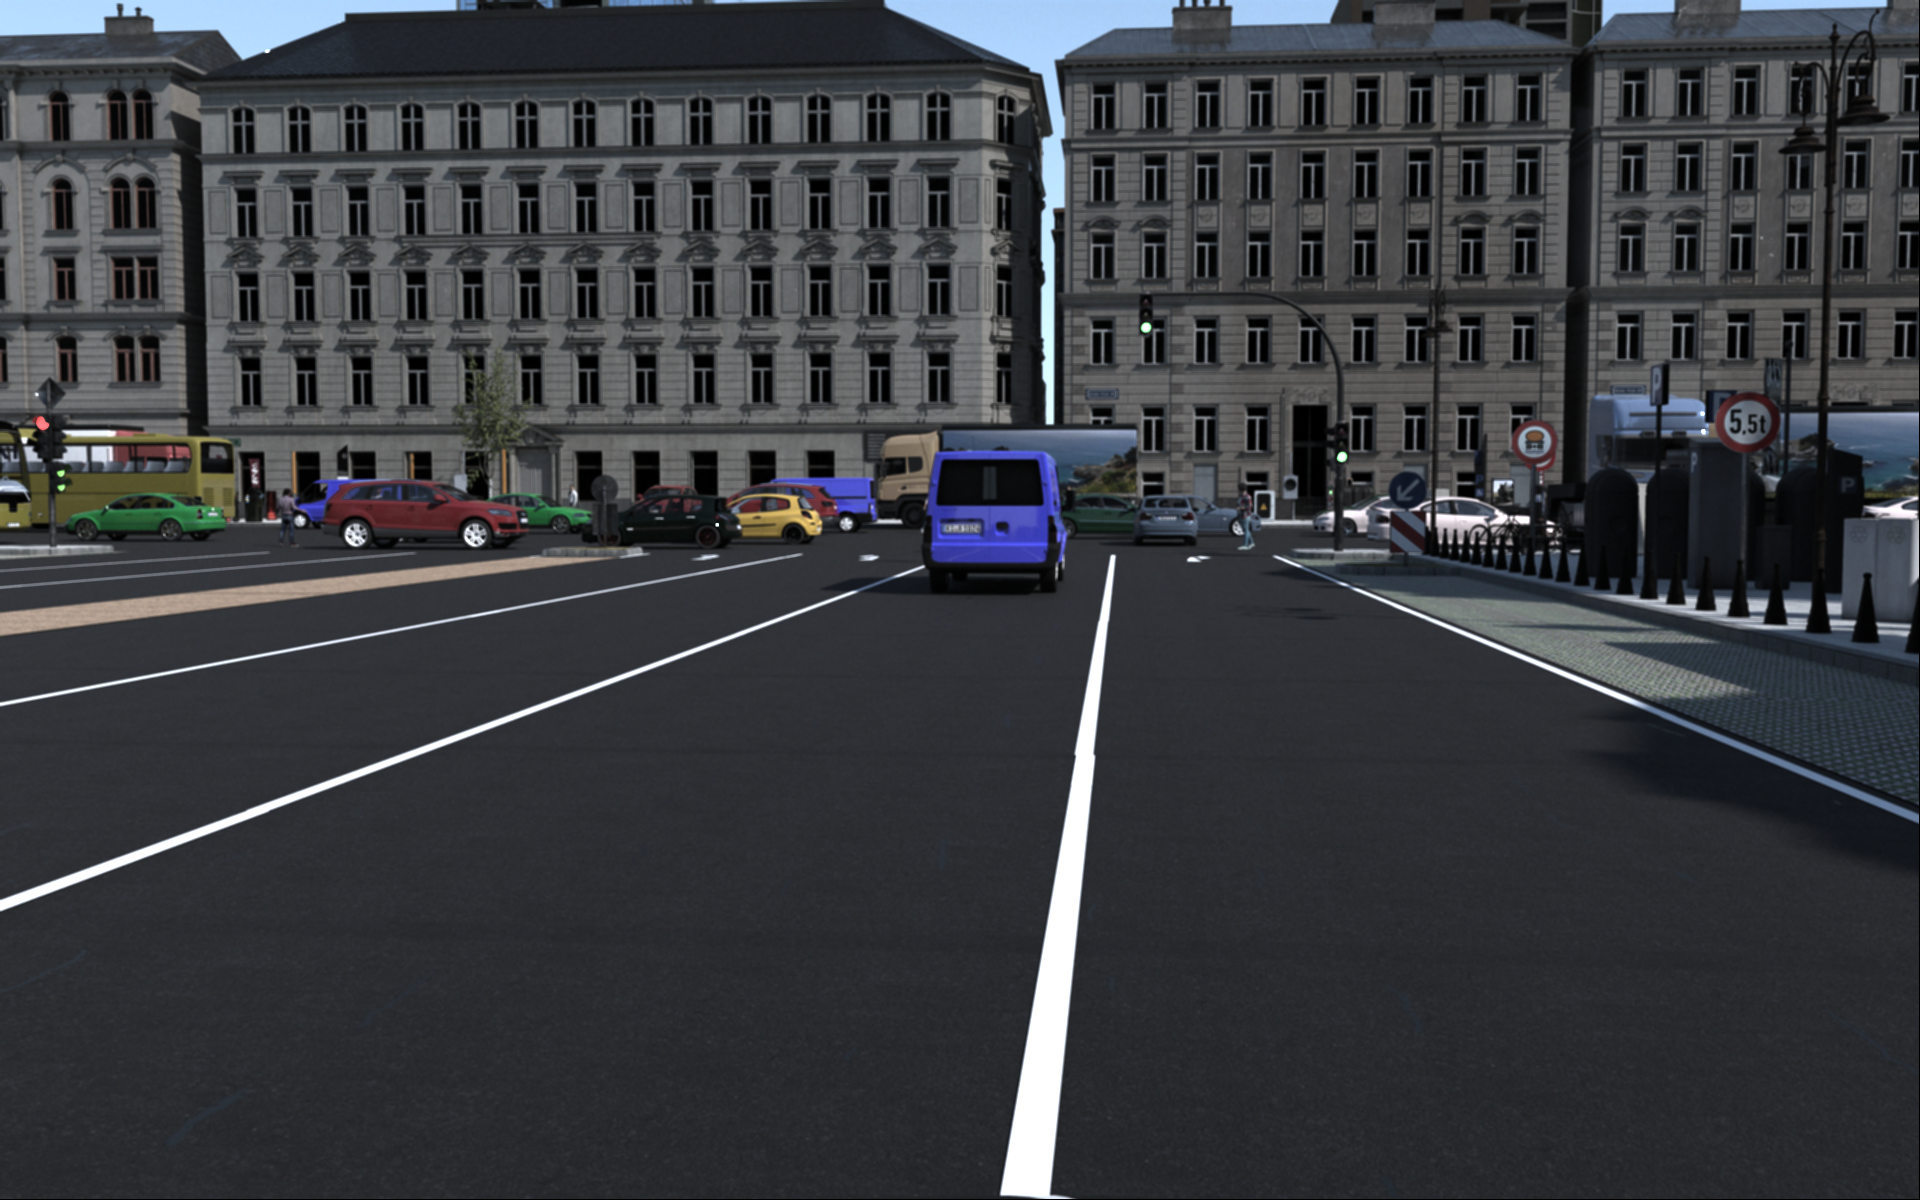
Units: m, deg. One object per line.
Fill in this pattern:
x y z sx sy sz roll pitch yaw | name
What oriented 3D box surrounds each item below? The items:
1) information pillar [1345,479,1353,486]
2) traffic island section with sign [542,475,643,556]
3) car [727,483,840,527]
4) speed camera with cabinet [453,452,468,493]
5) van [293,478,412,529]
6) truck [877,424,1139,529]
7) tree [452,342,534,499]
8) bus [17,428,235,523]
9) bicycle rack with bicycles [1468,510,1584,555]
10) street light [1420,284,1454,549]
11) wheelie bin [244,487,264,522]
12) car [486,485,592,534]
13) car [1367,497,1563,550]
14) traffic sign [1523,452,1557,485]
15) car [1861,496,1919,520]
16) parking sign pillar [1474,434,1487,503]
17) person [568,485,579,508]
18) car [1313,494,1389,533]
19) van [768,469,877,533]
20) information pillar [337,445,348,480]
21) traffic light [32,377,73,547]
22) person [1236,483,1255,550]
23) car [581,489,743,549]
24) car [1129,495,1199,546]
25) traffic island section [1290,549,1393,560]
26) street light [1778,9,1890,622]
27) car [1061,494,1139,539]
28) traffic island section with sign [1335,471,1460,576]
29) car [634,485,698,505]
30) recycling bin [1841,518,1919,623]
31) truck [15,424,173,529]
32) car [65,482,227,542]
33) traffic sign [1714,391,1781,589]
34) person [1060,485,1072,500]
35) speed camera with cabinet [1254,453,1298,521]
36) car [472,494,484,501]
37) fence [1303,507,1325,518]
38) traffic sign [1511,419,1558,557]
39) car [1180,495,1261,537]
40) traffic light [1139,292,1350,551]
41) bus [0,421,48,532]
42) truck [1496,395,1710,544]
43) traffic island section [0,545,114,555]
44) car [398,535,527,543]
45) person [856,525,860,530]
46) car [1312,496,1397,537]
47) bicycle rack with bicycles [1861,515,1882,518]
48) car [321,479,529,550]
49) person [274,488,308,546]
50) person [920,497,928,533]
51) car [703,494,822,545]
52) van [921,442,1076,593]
18.536 -4.780 82.639 0.304 2.012 0.304 0 4 -5 | information pillar
-8.545 -1.996 40.774 2.006 1.907 1.989 0 4 5 | traffic island section with sign
-6.904 -3.202 61.032 5.304 1.827 2.281 0 4 4 | car
-23.407 -5.309 81.141 0.660 3.252 2.038 -1 4 -15 | speed camera with cabinet
-25.109 -4.099 71.397 5.245 2.365 2.240 0 4 6 | van
1.638 -5.024 71.062 11.283 4.237 2.839 0 4 6 | truck
-22.995 -8.220 84.765 4.737 8.622 4.395 0 3 0 | tree
-33.782 -4.518 65.416 12.252 3.916 2.896 0 4 7 | bus
12.378 -1.462 37.280 2.925 0.926 2.852 0 4 -4 | bicycle rack with bicycles
10.499 -4.006 38.282 0.468 5.910 1.993 0 4 5 | street light
-32.027 -4.328 78.676 0.693 1.594 0.980 1 4 11 | wheelie bin
-15.569 -3.310 62.916 4.718 1.807 1.959 0 4 7 | car
12.816 -1.938 44.054 4.827 1.381 2.083 0 4 5 | car
13.182 -2.409 39.499 0.768 2.556 0.104 0 4 7 | traffic sign
28.991 -2.399 51.591 4.827 1.381 2.083 0 4 5 | car
23.144 -5.413 76.981 1.447 3.967 1.447 1 4 20 | parking sign pillar
-16.699 -4.043 74.712 0.850 1.850 0.679 -3 5 -39 | person
15.327 -3.131 62.996 4.920 1.459 2.131 0 4 6 | car
-5.745 -3.681 64.575 5.245 2.365 2.240 0 4 3 | van
-28.954 -5.502 81.317 0.504 3.616 0.183 -1 4 -21 | information pillar
-21.848 -3.225 41.643 0.839 4.253 0.868 0 4 5 | traffic light
7.387 -2.168 44.791 0.643 1.720 0.563 -1 4 -13 | person
-7.862 -2.200 45.760 4.222 1.686 2.009 0 4 4 | car
5.826 -2.287 49.400 2.014 1.417 4.499 0 4 5 | car
8.522 -1.019 38.946 2.009 0.180 2.903 0 4 5 | traffic island section
8.589 -2.715 17.181 0.468 5.910 1.993 0 4 5 | street light
4.792 -2.694 55.840 4.920 1.459 2.131 0 4 7 | car
7.799 -1.374 31.098 1.989 1.847 2.006 0 4 5 | traffic island section with sign
-12.161 -3.885 72.193 2.281 1.827 5.304 0 4 5 | car
9.536 -0.314 17.692 0.722 1.027 0.722 -3 4 -37 | recycling bin
-36.289 -5.030 71.146 11.283 4.237 2.839 0 4 6 | truck
-25.014 -2.711 53.113 4.718 1.807 1.959 0 4 7 | car
9.761 -1.311 21.536 0.768 2.556 0.104 1 4 13 | traffic sign
3.748 -3.088 59.706 0.841 1.734 0.376 2 4 26 | person
15.025 -5.385 82.379 2.038 3.252 0.660 1 4 10 | speed camera with cabinet
-17.128 -2.822 55.919 4.222 1.686 2.009 0 4 4 | car
17.262 -4.121 82.761 2.069 0.683 0.278 -1 4 -19 | fence
9.824 -1.808 29.674 0.768 2.556 0.104 1 4 15 | traffic sign
8.038 -2.889 59.245 4.499 1.417 2.014 0 4 6 | car
6.392 -3.928 38.888 4.771 5.953 1.251 0 4 5 | traffic light
-32.861 -3.557 49.710 12.252 3.916 2.896 0 4 4 | bus
18.828 -3.853 52.755 2.967 4.110 18.799 0 4 6 | truck
-21.887 -1.193 41.781 2.009 0.180 2.903 0 4 5 | traffic island section
-15.089 -2.406 51.345 4.499 1.417 2.014 0 4 6 | car
-4.060 -3.542 69.637 0.697 1.427 0.421 3 4 37 | person
14.327 -2.811 58.326 4.827 1.381 2.083 0 4 4 | car
17.192 -1.143 32.071 2.852 0.926 2.925 2 4 30 | bicycle rack with bicycles
-13.968 -2.246 45.387 5.304 1.827 2.281 0 4 4 | car
-18.369 -2.257 47.367 0.963 1.587 0.435 0 4 3 | person
-1.184 -3.317 63.411 0.598 1.740 0.731 1 4 20 | person
-6.002 -2.433 50.002 3.980 1.641 2.015 0 4 7 | car
0.639 -1.377 26.903 2.240 2.365 5.245 0 4 5 | van
